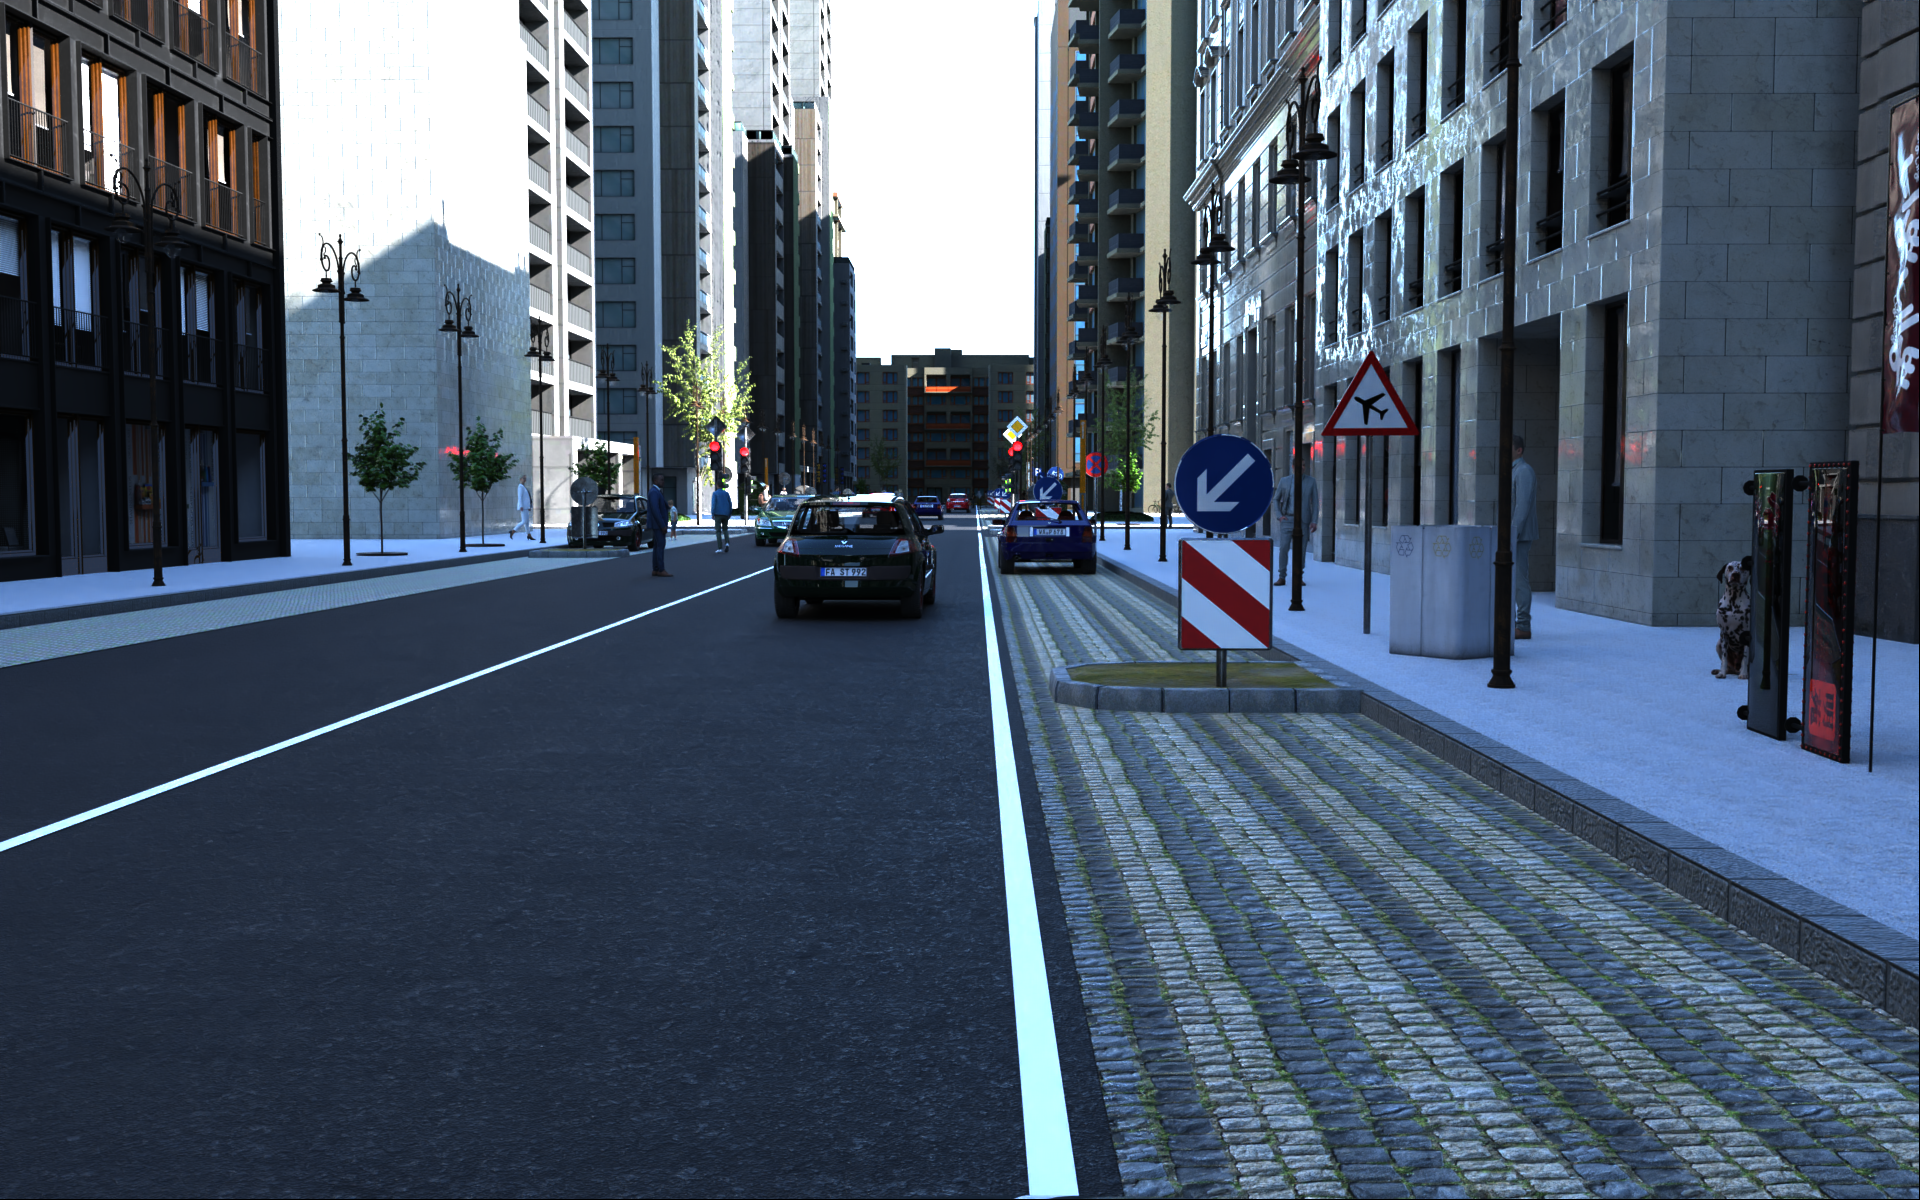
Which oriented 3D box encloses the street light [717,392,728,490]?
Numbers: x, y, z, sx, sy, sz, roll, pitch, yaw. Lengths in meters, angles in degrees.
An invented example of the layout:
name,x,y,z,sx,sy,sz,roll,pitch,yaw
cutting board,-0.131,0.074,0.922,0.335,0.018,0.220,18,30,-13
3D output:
name,x,y,z,sx,sy,sz,roll,pitch,yaw
street light,-10.688,-6.459,78.385,0.468,5.910,1.993,0,4,1

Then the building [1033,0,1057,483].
name,x,y,z,sx,sy,sz,roll,pitch,yaw
building,19.158,-40.411,202.725,21.231,58.520,28.212,0,4,1

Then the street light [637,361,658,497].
name,x,y,z,sx,sy,sz,roll,pitch,yaw
street light,-10.868,-5.351,60.278,0.468,5.910,1.993,0,4,1

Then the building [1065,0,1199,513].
name,x,y,z,sx,sy,sz,roll,pitch,yaw
building,19.352,-28.999,128.760,22.147,44.769,28.867,0,4,1

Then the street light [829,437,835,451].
name,x,y,z,sx,sy,sz,roll,pitch,yaw
street light,-10.253,-9.931,135.161,0.468,5.910,1.993,0,4,1

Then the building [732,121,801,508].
name,x,y,z,sx,sy,sz,roll,pitch,yaw
building,-20.403,-22.374,137.521,14.160,30.474,14.107,0,4,1

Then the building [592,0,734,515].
name,x,y,z,sx,sy,sz,roll,pitch,yaw
building,-21.921,-25.920,107.388,14.154,41.232,14.086,0,4,1

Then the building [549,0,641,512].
name,x,y,z,sx,sy,sz,roll,pitch,yaw
building,-23.654,-43.820,154.706,20.563,71.187,20.611,0,4,1

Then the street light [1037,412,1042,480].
name,x,y,z,sx,sy,sz,roll,pitch,yaw
street light,4.354,-7.073,88.434,0.468,5.910,1.993,0,4,1

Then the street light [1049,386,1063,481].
name,x,y,z,sx,sy,sz,roll,pitch,yaw
street light,4.223,-6.224,74.543,0.468,5.910,1.993,0,4,1

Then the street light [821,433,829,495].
name,x,y,z,sx,sy,sz,roll,pitch,yaw
street light,-10.211,-9.506,128.214,0.468,5.910,1.993,0,4,1

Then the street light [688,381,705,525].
name,x,y,z,sx,sy,sz,roll,pitch,yaw
street light,-10.740,-5.997,70.832,0.468,5.910,1.993,0,4,1

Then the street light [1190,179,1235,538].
name,x,y,z,sx,sy,sz,roll,pitch,yaw
street light,3.749,-3.246,25.860,0.468,5.910,1.993,0,4,1

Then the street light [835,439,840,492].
name,x,y,z,sx,sy,sz,roll,pitch,yaw
street light,-10.061,-10.356,142.106,0.468,5.910,1.993,0,4,1

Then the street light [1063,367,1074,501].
name,x,y,z,sx,sy,sz,roll,pitch,yaw
street light,4.065,-5.437,61.675,0.468,5.910,1.993,0,4,1

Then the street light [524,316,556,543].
name,x,y,z,sx,sy,sz,roll,pitch,yaw
street light,-10.919,-4.426,45.156,0.468,5.910,1.993,0,4,1

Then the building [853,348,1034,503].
name,x,y,z,sx,sy,sz,roll,pitch,yaw
building,-1.515,-24.471,245.137,28.899,21.520,27.650,0,4,1

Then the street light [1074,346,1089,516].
name,x,y,z,sx,sy,sz,roll,pitch,yaw
street light,3.964,-4.993,54.430,0.468,5.910,1.993,0,4,1

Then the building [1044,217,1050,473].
name,x,y,z,sx,sy,sz,roll,pitch,yaw
building,15.784,-25.125,182.489,14.160,30.474,14.107,0,4,1

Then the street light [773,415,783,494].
name,x,y,z,sx,sy,sz,roll,pitch,yaw
street light,-10.445,-7.750,99.493,0.468,5.910,1.993,0,4,1

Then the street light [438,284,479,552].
name,x,y,z,sx,sy,sz,roll,pitch,yaw
street light,-11.018,-4.001,38.211,0.468,5.910,1.993,0,4,1

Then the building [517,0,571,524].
name,x,y,z,sx,sy,sz,roll,pitch,yaw
building,-26.382,-39.325,81.211,20.563,71.187,20.611,0,4,1

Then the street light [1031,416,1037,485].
name,x,y,z,sx,sy,sz,roll,pitch,yaw
street light,4.344,-7.498,95.381,0.468,5.910,1.993,0,4,1

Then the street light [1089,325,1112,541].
name,x,y,z,sx,sy,sz,roll,pitch,yaw
street light,3.916,-4.569,47.484,0.468,5.910,1.993,0,4,1

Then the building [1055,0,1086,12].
name,x,y,z,sx,sy,sz,roll,pitch,yaw
building,15.184,-30.787,153.484,14.600,45.320,14.200,0,4,1

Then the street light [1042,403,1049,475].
name,x,y,z,sx,sy,sz,roll,pitch,yaw
street light,4.260,-6.648,81.489,0.468,5.910,1.993,0,4,1

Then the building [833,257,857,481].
name,x,y,z,sx,sy,sz,roll,pitch,yaw
building,-19.828,-26.910,211.677,14.107,30.474,14.160,0,4,1

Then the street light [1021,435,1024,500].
name,x,y,z,sx,sy,sz,roll,pitch,yaw
street light,4.539,-8.785,116.430,0.468,5.910,1.993,0,4,1

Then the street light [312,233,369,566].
name,x,y,z,sx,sy,sz,roll,pitch,yaw
street light,-11.017,-3.558,30.960,0.468,5.910,1.993,0,4,1

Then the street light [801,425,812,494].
name,x,y,z,sx,sy,sz,roll,pitch,yaw
street light,-10.274,-8.643,114.104,0.468,5.910,1.993,0,4,1

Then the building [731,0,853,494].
name,x,y,z,sx,sy,sz,roll,pitch,yaw
building,-22.439,-46.030,190.843,20.563,71.187,20.611,0,4,1

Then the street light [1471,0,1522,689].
name,x,y,z,sx,sy,sz,roll,pitch,yaw
street light,3.597,-2.357,11.329,0.468,5.910,1.993,0,4,1

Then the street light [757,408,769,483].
name,x,y,z,sx,sy,sz,roll,pitch,yaw
street light,-10.520,-7.325,92.547,0.468,5.910,1.993,0,4,1

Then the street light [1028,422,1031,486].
name,x,y,z,sx,sy,sz,roll,pitch,yaw
street light,4.446,-7.936,102.538,0.468,5.910,1.993,0,4,1

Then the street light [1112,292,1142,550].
name,x,y,z,sx,sy,sz,roll,pitch,yaw
street light,3.859,-4.096,39.752,0.468,5.910,1.993,0,4,1

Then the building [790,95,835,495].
name,x,y,z,sx,sy,sz,roll,pitch,yaw
building,-20.161,-29.948,173.243,14.154,41.232,14.086,0,4,1

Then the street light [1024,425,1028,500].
name,x,y,z,sx,sy,sz,roll,pitch,yaw
street light,4.480,-8.361,109.484,0.468,5.910,1.993,0,4,1

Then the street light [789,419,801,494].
name,x,y,z,sx,sy,sz,roll,pitch,yaw
street light,-10.312,-8.194,106.756,0.468,5.910,1.993,0,4,1

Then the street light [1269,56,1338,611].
name,x,y,z,sx,sy,sz,roll,pitch,yaw
street light,3.711,-2.821,18.914,0.468,5.910,1.993,0,4,1

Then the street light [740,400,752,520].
name,x,y,z,sx,sy,sz,roll,pitch,yaw
street light,-10.532,-6.900,85.601,0.468,5.910,1.993,0,4,1

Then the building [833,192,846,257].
name,x,y,z,sx,sy,sz,roll,pitch,yaw
building,-30.812,-35.934,242.148,28.867,44.769,22.147,0,4,1

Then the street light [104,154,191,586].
name,x,y,z,sx,sy,sz,roll,pitch,yaw
street light,-11.196,-3.133,24.015,0.468,5.910,1.993,0,4,1

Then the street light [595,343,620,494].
name,x,y,z,sx,sy,sz,roll,pitch,yaw
street light,-10.804,-4.922,53.265,0.468,5.910,1.993,0,4,1

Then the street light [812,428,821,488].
name,x,y,z,sx,sy,sz,roll,pitch,yaw
street light,-10.235,-9.068,121.050,0.468,5.910,1.993,0,4,1

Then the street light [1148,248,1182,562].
name,x,y,z,sx,sy,sz,roll,pitch,yaw
street light,3.862,-3.671,32.806,0.468,5.910,1.993,0,4,1
